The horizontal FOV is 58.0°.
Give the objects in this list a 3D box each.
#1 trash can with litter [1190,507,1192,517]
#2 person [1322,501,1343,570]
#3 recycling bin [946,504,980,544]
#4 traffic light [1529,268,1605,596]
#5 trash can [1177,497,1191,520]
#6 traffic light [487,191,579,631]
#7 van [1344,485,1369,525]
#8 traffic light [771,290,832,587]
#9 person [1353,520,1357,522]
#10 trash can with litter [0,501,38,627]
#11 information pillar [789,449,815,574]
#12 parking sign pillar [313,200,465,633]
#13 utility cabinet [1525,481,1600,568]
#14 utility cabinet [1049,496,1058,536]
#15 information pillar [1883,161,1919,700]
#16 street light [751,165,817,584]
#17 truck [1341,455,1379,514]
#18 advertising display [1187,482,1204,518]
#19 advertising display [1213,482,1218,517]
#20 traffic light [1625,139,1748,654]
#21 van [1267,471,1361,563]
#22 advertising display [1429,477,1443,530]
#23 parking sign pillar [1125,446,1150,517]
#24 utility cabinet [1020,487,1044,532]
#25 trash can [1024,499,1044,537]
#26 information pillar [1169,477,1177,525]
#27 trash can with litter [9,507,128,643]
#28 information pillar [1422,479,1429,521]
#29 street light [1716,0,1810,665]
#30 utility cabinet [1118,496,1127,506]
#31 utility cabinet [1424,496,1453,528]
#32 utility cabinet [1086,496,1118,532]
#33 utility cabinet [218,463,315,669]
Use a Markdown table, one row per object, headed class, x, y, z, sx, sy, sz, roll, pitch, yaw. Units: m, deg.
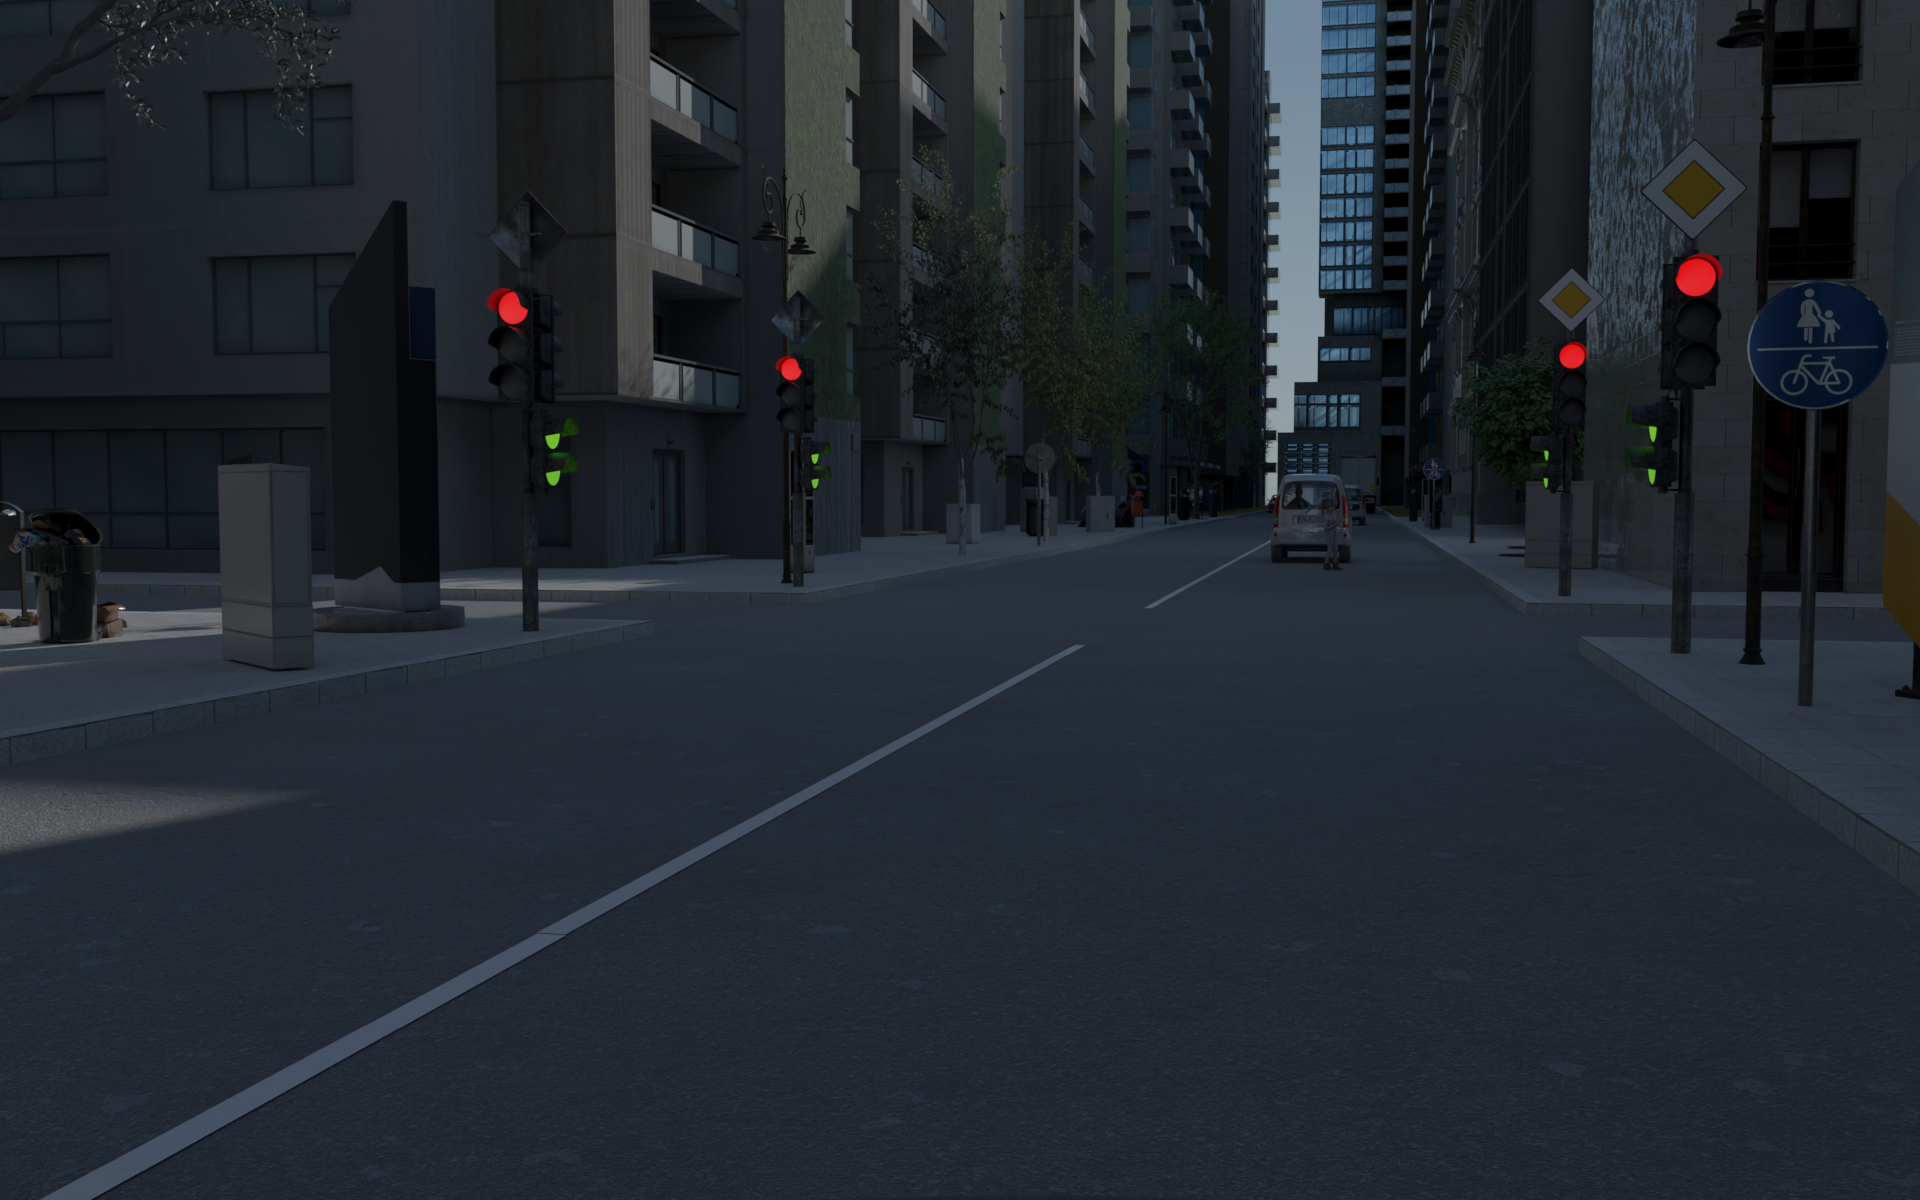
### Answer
| class | x | y | z | sx | sy | sz | roll | pitch | yaw |
| --- | --- | --- | --- | --- | --- | --- | --- | --- | --- |
| trash can with litter | 12.890 | -5.235 | 96.973 | 0.624 | 1.170 | 1.055 | -1 | 4 | -17 |
| person | 7.007 | -1.210 | 32.564 | 0.394 | 1.301 | 0.425 | 2 | 4 | 27 |
| recycling bin | 0.085 | -1.963 | 44.642 | 0.722 | 1.027 | 0.722 | 1 | 4 | 17 |
| traffic light | 7.588 | -2.003 | 21.672 | 0.839 | 4.253 | 0.868 | 1 | 4 | 13 |
| trash can | 10.895 | -4.444 | 84.319 | 0.748 | 1.137 | 0.748 | 0 | 3 | 0 |
| traffic light | -4.005 | -1.663 | 16.108 | 0.839 | 4.253 | 0.868 | 1 | 4 | 13 |
| van | 18.033 | -4.506 | 80.687 | 2.013 | 2.044 | 4.112 | 1 | 4 | 12 |
| traffic light | -2.224 | -2.139 | 23.892 | 0.839 | 4.253 | 0.868 | 1 | 4 | 13 |
| person | 19.784 | -4.840 | 87.726 | 0.635 | 1.810 | 0.391 | 2 | 4 | 26 |
| trash can with litter | -9.772 | -0.369 | 17.095 | 2.233 | 1.210 | 1.678 | 0 | 4 | 7 |
| information pillar | -2.561 | -1.440 | 28.034 | 0.304 | 2.012 | 0.304 | 2 | 4 | 27 |
| parking sign pillar | -5.515 | -1.718 | 16.557 | 1.447 | 3.967 | 1.447 | 3 | 5 | 43 |
| utility cabinet | 10.383 | -1.296 | 29.871 | 1.173 | 1.500 | 0.318 | 3 | 5 | 40 |
| utility cabinet | 2.875 | -2.604 | 53.730 | 0.306 | 1.237 | 1.020 | 0 | 4 | 1 |
| information pillar | 6.042 | -1.190 | 10.818 | 0.183 | 3.616 | 0.504 | -1 | 4 | -19 |
| street light | -2.490 | -3.178 | 24.741 | 0.468 | 5.910 | 1.993 | 1 | 4 | 13 |
| truck | 29.825 | -8.591 | 129.374 | 2.839 | 4.237 | 11.283 | 1 | 4 | 14 |
| advertising display | 12.809 | -5.450 | 94.322 | 0.974 | 1.923 | 0.123 | 2 | 4 | 30 |
| advertising display | 14.208 | -5.571 | 96.299 | 0.123 | 1.923 | 0.974 | 0 | 4 | -1 |
| traffic light | 5.807 | -1.527 | 13.887 | 0.839 | 4.253 | 0.868 | 1 | 4 | 13 |
| van | 7.640 | -1.864 | 37.495 | 2.013 | 2.044 | 4.112 | 1 | 4 | 13 |
| advertising display | 17.205 | -3.511 | 62.615 | 0.123 | 1.923 | 0.974 | 2 | 4 | 35 |
| parking sign pillar | 9.885 | -6.611 | 96.570 | 1.447 | 3.967 | 1.447 | -1 | 4 | -15 |
| utility cabinet | 2.395 | -2.999 | 57.705 | 0.318 | 1.500 | 1.173 | -2 | 4 | -25 |
| trash can | 2.308 | -2.496 | 52.469 | 0.748 | 1.137 | 0.748 | 0 | 3 | 0 |
| information pillar | 8.953 | -4.182 | 72.873 | 0.304 | 2.012 | 0.304 | 0 | 4 | -2 |
| trash can with litter | -7.787 | -0.233 | 15.203 | 0.624 | 1.170 | 1.055 | 0 | 4 | -4 |
| information pillar | 22.089 | -4.755 | 82.235 | 0.304 | 2.012 | 0.304 | 1 | 4 | 12 |
| street light | 5.986 | -2.454 | 12.909 | 0.468 | 5.910 | 1.993 | 1 | 4 | 13 |
| utility cabinet | 6.600 | -3.684 | 71.389 | 0.306 | 1.237 | 1.020 | -1 | 4 | -10 |
| utility cabinet | 18.366 | -3.384 | 66.484 | 1.020 | 1.237 | 0.306 | 0 | 4 | -2 |
| utility cabinet | 4.751 | -2.896 | 58.513 | 1.020 | 1.237 | 0.306 | -2 | 4 | -31 |
| utility cabinet | -5.194 | -0.263 | 12.971 | 0.318 | 1.500 | 1.173 | -3 | 5 | -40 |
